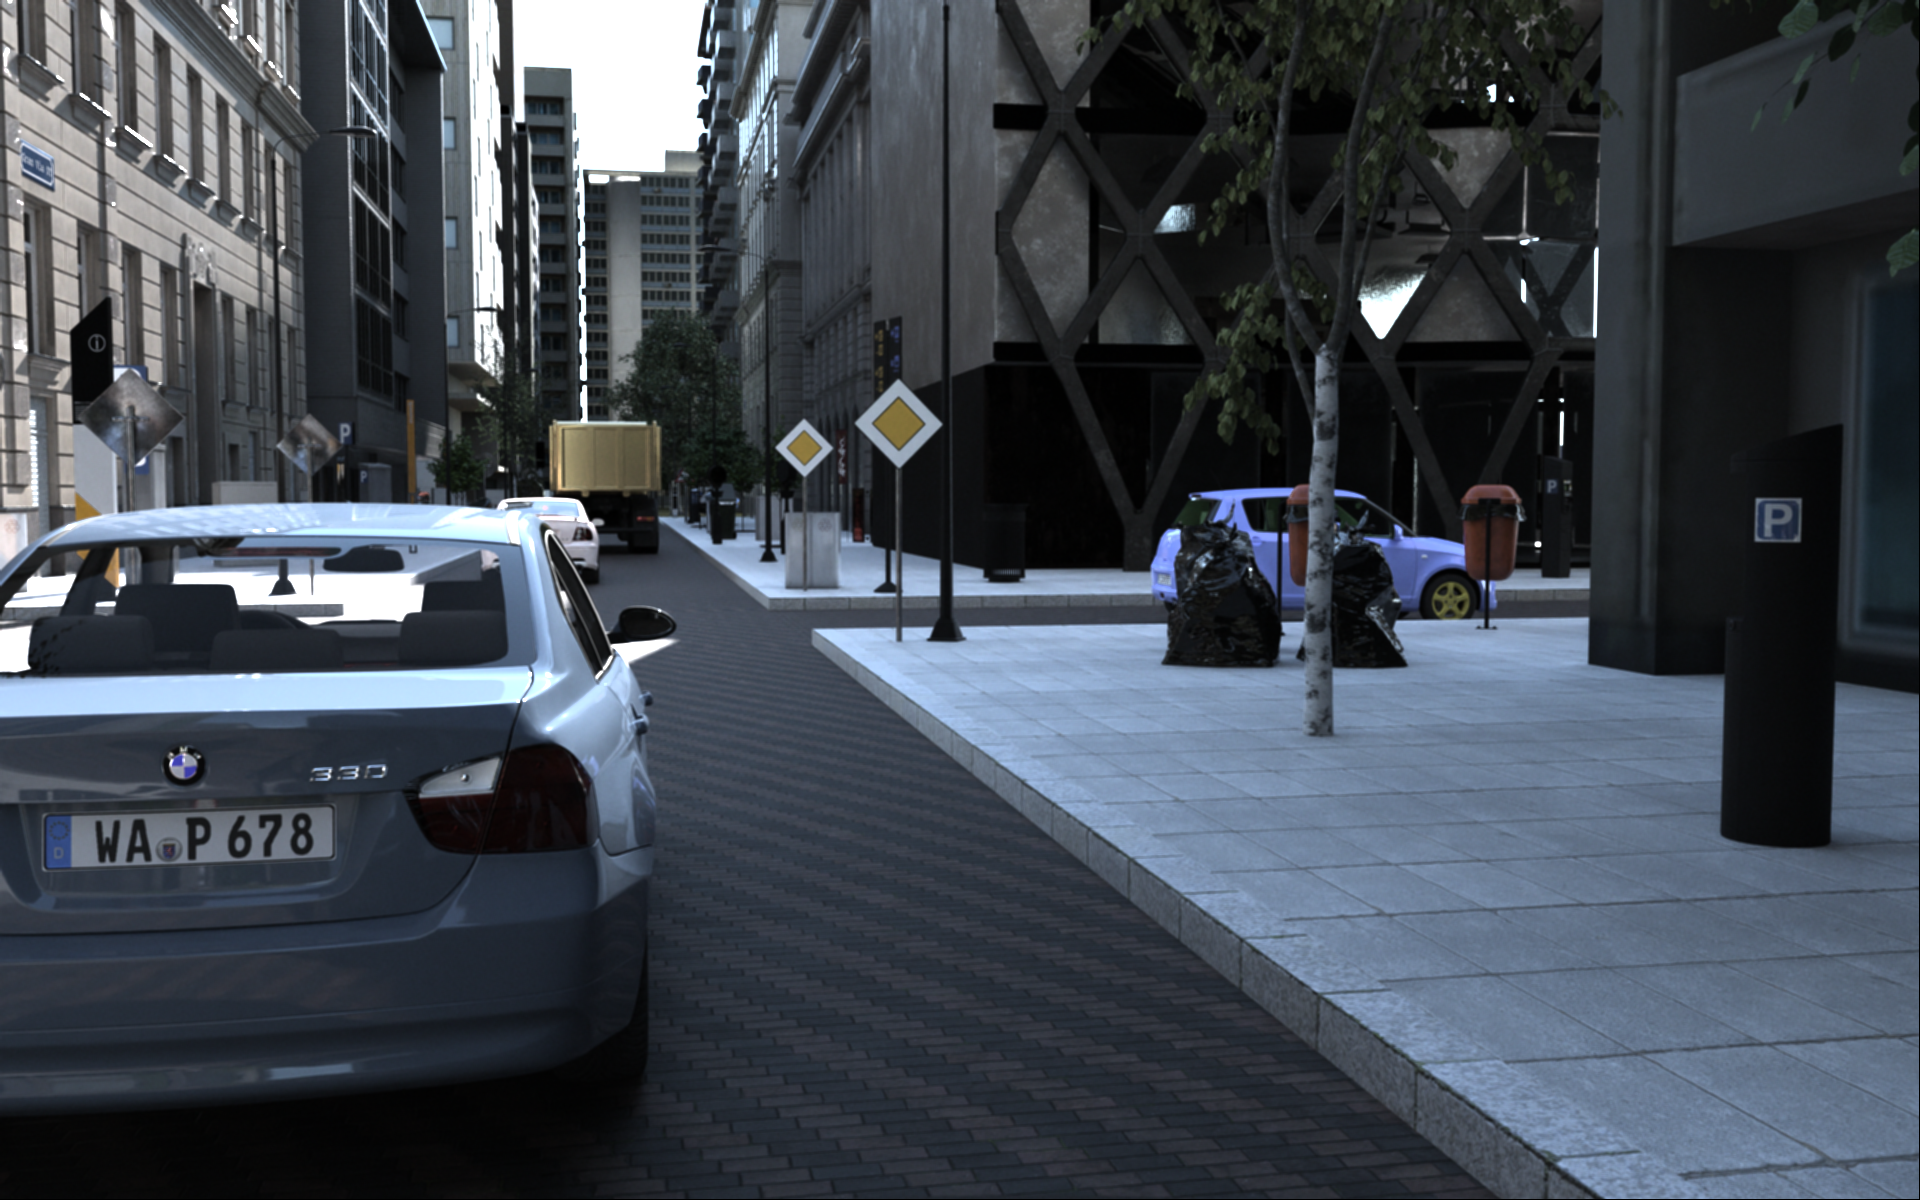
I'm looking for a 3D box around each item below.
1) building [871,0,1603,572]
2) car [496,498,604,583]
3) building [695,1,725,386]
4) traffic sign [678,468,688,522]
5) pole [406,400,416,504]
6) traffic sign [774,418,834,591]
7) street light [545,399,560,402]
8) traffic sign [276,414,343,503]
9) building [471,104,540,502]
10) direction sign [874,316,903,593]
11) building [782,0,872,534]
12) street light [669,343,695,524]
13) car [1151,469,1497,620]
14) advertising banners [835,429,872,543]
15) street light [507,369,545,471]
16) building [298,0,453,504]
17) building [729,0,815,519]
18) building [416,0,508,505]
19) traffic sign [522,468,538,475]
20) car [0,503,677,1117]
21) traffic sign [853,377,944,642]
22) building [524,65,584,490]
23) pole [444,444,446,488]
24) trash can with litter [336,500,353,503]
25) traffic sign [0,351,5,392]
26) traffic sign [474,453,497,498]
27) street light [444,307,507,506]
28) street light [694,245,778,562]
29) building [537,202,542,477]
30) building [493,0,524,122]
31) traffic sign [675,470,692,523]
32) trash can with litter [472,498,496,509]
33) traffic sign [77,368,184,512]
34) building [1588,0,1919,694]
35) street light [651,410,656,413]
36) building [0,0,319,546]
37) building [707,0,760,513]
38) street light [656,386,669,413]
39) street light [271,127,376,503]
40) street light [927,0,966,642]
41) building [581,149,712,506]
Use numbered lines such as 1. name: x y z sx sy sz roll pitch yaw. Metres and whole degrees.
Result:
1. building: 7.634 -10.278 35.492 16.811 18.784 16.820 -1 4 -11
2. car: -7.001 -1.016 28.981 2.083 1.381 4.827 -1 4 -13
3. building: -12.368 -30.706 156.667 22.147 44.769 28.867 -1 4 -11
4. traffic sign: -12.721 -4.921 80.570 0.768 2.556 0.104 0 4 -7
5. pole: -11.869 -2.669 37.486 0.158 3.312 0.155 0 3 0
6. traffic sign: -2.052 -1.176 22.862 0.795 2.450 0.064 -1 4 -11
7. street light: -20.231 -6.874 84.928 1.470 5.913 1.316 -1 4 -11
8. traffic sign: -8.138 -1.105 21.709 0.795 2.450 0.064 -1 4 -11
9. building: -38.976 -21.771 127.661 14.160 30.474 14.107 -1 4 -11
10. direction sign: -0.938 -1.868 22.546 0.379 3.537 0.876 -2 4 -25
11. building: 1.347 -13.489 62.346 13.314 21.916 24.055 -1 4 -11
12. street light: -8.154 -4.959 53.621 1.470 5.913 1.316 -1 4 -11
13. car: 3.969 -0.569 18.892 3.694 1.707 1.945 -1 4 -10
14. advertising banners: -2.687 -3.053 46.102 0.090 3.025 2.074 -3 5 -40
15. street light: -16.287 -5.603 64.143 1.470 5.913 1.316 -1 4 -11
16. building: -27.145 -14.865 62.116 14.314 24.678 30.058 -1 4 -11
17. building: -4.424 -17.663 86.055 12.463 27.353 25.104 -1 4 -11
18. building: -42.493 -31.552 105.113 28.713 52.752 27.495 -1 4 -11
19. traffic sign: -20.828 -5.127 83.935 0.768 2.556 0.104 0 4 -6
20. car: -1.872 0.407 5.345 2.014 1.417 4.499 -1 4 -11
21. traffic sign: -0.534 -0.696 15.022 0.795 2.450 0.064 -1 4 -11
22. building: -52.157 -34.487 187.569 21.600 48.544 21.300 -1 4 -11
23. pole: -19.187 -4.338 64.778 0.158 3.312 0.155 0 3 0
24. trash can with litter: -11.427 -1.322 33.010 0.624 1.170 1.055 2 4 34
25. traffic sign: -7.216 -0.750 12.368 0.768 2.556 0.104 0 4 -6
26. traffic sign: -14.745 -3.277 53.691 0.768 2.556 0.104 0 4 -2
27. street light: -12.165 -4.308 42.984 1.470 5.913 1.316 -1 4 -11
28. street light: -4.168 -3.674 32.616 1.470 5.913 1.316 -1 4 -11
29. building: -45.594 -23.639 158.198 14.107 30.474 14.160 -1 4 -11
30. building: -42.835 -30.030 141.105 14.600 45.320 14.200 -1 4 -11
31. traffic sign: -12.179 -4.693 76.727 0.884 2.594 0.081 0 4 -1
32. trash can with litter: -14.696 -2.542 52.948 0.624 1.170 1.055 1 4 15
33. traffic sign: -6.619 -0.625 13.869 0.795 2.450 0.064 -1 4 -11
34. building: 17.188 -23.218 3.312 21.300 48.544 21.600 -1 4 -11
35. street light: -16.441 -7.576 96.407 1.470 5.913 1.316 -1 4 -11
36. building: -21.297 -14.509 34.486 12.463 27.353 25.104 -1 4 -11
37. building: -6.917 -31.049 127.255 23.786 49.044 30.456 -1 4 -11
38. street light: -12.203 -6.250 74.723 1.470 5.913 1.316 -1 4 -11
39. street light: -8.077 -3.023 21.963 1.470 5.913 1.316 -1 4 -11
40. street light: -0.651 -2.592 14.922 1.470 5.913 1.316 -1 4 -11
41. building: -30.920 -30.959 198.056 23.993 40.220 32.217 -1 4 -11
